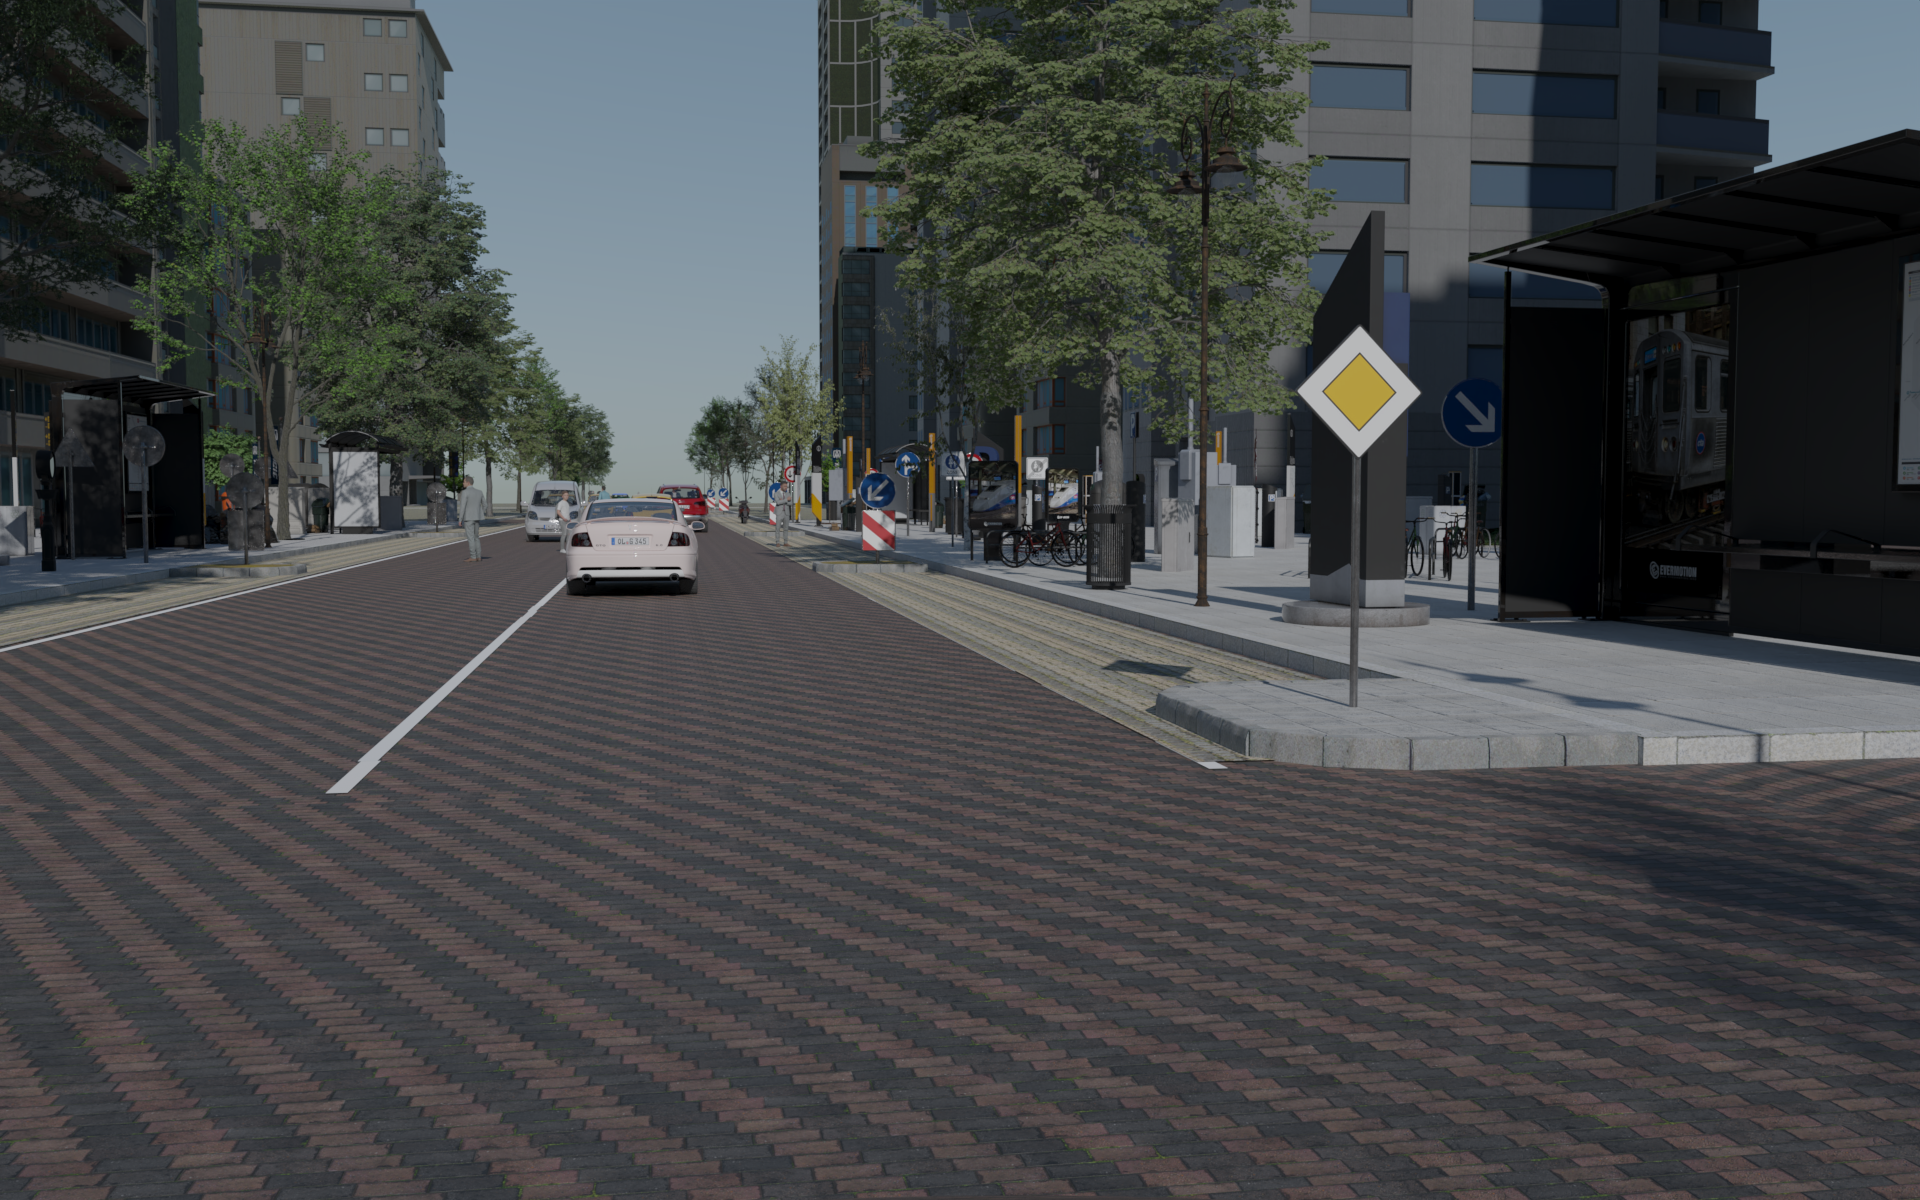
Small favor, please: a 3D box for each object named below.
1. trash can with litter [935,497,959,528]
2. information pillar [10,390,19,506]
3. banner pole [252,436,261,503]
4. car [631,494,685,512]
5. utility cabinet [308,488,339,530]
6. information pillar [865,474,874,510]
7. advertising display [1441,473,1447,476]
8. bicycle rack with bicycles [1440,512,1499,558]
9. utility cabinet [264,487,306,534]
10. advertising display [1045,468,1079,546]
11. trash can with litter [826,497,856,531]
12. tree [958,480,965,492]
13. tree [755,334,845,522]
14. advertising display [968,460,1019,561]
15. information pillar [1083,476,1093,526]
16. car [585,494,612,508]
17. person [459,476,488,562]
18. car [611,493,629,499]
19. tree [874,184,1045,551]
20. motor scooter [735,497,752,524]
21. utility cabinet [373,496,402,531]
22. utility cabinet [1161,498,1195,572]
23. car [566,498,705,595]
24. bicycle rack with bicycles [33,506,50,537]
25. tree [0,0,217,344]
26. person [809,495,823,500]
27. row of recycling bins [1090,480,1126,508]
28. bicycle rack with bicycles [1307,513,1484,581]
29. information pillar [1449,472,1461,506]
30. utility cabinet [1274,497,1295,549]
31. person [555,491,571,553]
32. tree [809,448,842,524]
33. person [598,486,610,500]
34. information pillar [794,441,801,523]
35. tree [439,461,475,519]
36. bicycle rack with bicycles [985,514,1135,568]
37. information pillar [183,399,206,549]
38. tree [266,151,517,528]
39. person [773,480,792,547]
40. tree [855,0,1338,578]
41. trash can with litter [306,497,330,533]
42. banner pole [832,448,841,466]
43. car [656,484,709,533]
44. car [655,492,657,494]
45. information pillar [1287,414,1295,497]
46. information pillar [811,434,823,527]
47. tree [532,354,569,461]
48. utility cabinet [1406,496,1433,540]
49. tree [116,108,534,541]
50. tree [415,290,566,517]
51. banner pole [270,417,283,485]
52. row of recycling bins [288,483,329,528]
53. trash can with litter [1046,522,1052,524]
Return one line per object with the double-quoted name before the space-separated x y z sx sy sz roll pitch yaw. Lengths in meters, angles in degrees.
"trash can with litter" -0.612 -3.278 64.986 1.055 1.170 0.624 0 4 2
"information pillar" -21.463 -2.936 39.352 0.183 3.616 0.504 -2 4 -26
"banner pole" -30.574 -5.221 75.374 0.863 3.779 0.401 3 5 41
"car" -9.288 -2.564 52.147 2.015 1.641 3.980 -1 4 -11
"utility cabinet" -22.500 -3.219 61.313 0.318 1.500 1.173 2 4 31
"information pillar" -3.276 -3.521 62.063 0.304 2.012 0.304 -1 4 -20
"advertising display" 14.968 -2.961 53.632 0.123 1.923 0.974 1 4 12
"bicycle rack with bicycles" 10.410 -1.266 34.083 2.925 0.926 2.852 -3 5 -42
"utility cabinet" -21.450 -2.835 55.028 1.173 1.500 0.318 0 4 -1
"advertising display" 2.506 -2.281 42.515 0.974 1.923 0.123 -2 4 -34
"trash can with litter" -4.090 -2.998 60.397 1.055 1.170 0.624 -2 4 -23
"tree" 0.599 -5.478 84.166 1.663 3.219 1.824 0 3 0
"tree" -7.353 -7.883 79.245 4.737 8.622 4.395 0 3 0
"advertising display" 0.642 -1.716 33.277 0.974 1.923 0.123 1 4 16
"information pillar" 5.080 -3.941 68.924 0.304 2.012 0.304 -1 4 -20
"car" -21.909 -5.829 105.522 2.015 1.641 3.980 -1 4 -8
"person" -10.298 -1.711 36.569 0.391 1.810 0.635 2 4 24
"car" -25.877 -7.475 131.802 1.945 1.707 3.694 0 4 -8
"tree" 0.114 -5.443 39.359 4.360 8.622 3.978 0 3 0
"motor scooter" -10.419 -4.327 83.517 0.815 1.314 1.986 -1 4 -11
"utility cabinet" -20.289 -3.063 61.248 1.020 1.237 0.306 -2 4 -35
"utility cabinet" 3.651 -1.088 28.951 0.306 1.237 1.020 2 4 23
"car" -4.877 -0.833 25.987 2.083 1.381 4.827 -1 4 -9
"bicycle rack with bicycles" -27.782 -2.262 50.361 2.852 0.926 2.925 -2 4 -25
"tree" -14.281 -5.455 23.597 8.767 10.594 7.601 0 4 3
"person" -13.786 -9.590 165.302 1.348 1.823 0.705 0 4 6
"row of recycling bins" 4.343 -2.636 50.218 1.069 1.692 3.534 1 4 9
"bicycle rack with bicycles" 6.577 -0.830 26.954 2.852 0.926 2.925 1 4 18
"information pillar" 16.184 -3.192 56.685 0.304 2.012 0.304 -1 4 -11
"utility cabinet" 7.640 -1.813 40.809 0.306 1.237 1.020 1 4 21
"person" -9.597 -1.899 42.147 0.523 1.515 0.503 -1 4 -13
"tree" -5.668 -4.834 73.635 1.663 3.219 1.824 0 3 0
"person" -16.327 -4.344 79.538 0.620 1.820 0.660 3 5 39
"information pillar" -7.144 -5.193 76.254 0.183 3.616 0.504 1 4 13
"tree" -25.825 -5.733 88.334 1.663 3.219 1.824 0 3 0
"bicycle rack with bicycles" 1.778 -1.093 31.257 2.925 0.926 2.852 -1 4 -15
"information pillar" -17.936 -3.009 40.556 0.504 3.616 0.183 1 4 11
"tree" -21.544 -9.726 65.673 9.857 13.997 8.962 0 3 0
"person" -4.753 -2.326 46.709 0.466 1.800 0.511 3 5 44
"tree" 1.901 -6.617 26.321 7.486 12.596 7.792 0 3 0
"trash can with litter" -21.082 -2.788 56.973 0.624 1.170 1.055 0 4 4
"banner pole" -5.695 -5.648 82.355 0.863 3.779 0.401 1 4 17
"car" -10.693 -3.495 65.817 2.281 1.827 5.304 -1 4 -12
"car" -34.832 -11.560 198.601 1.945 1.707 3.694 -1 4 -12
"information pillar" 9.709 -3.639 50.852 0.183 3.616 0.504 2 4 30
"information pillar" -5.611 -4.681 67.892 0.183 3.616 0.504 3 5 40
"tree" -32.263 -12.300 126.854 9.928 11.665 9.643 0 3 0
"utility cabinet" 12.641 -2.274 48.343 1.020 1.237 0.306 -1 4 -11
"tree" -18.871 -7.461 47.747 9.928 11.665 9.643 0 3 0
"tree" -26.849 -10.932 96.867 7.486 12.596 7.792 0 3 0
"banner pole" -21.997 -4.027 55.863 0.401 3.779 0.863 1 4 12
"row of recycling bins" -24.890 -3.585 65.730 1.069 1.692 3.534 -3 5 -42
"trash can with litter" 3.868 -3.798 73.487 0.624 1.170 1.055 -1 4 -14
